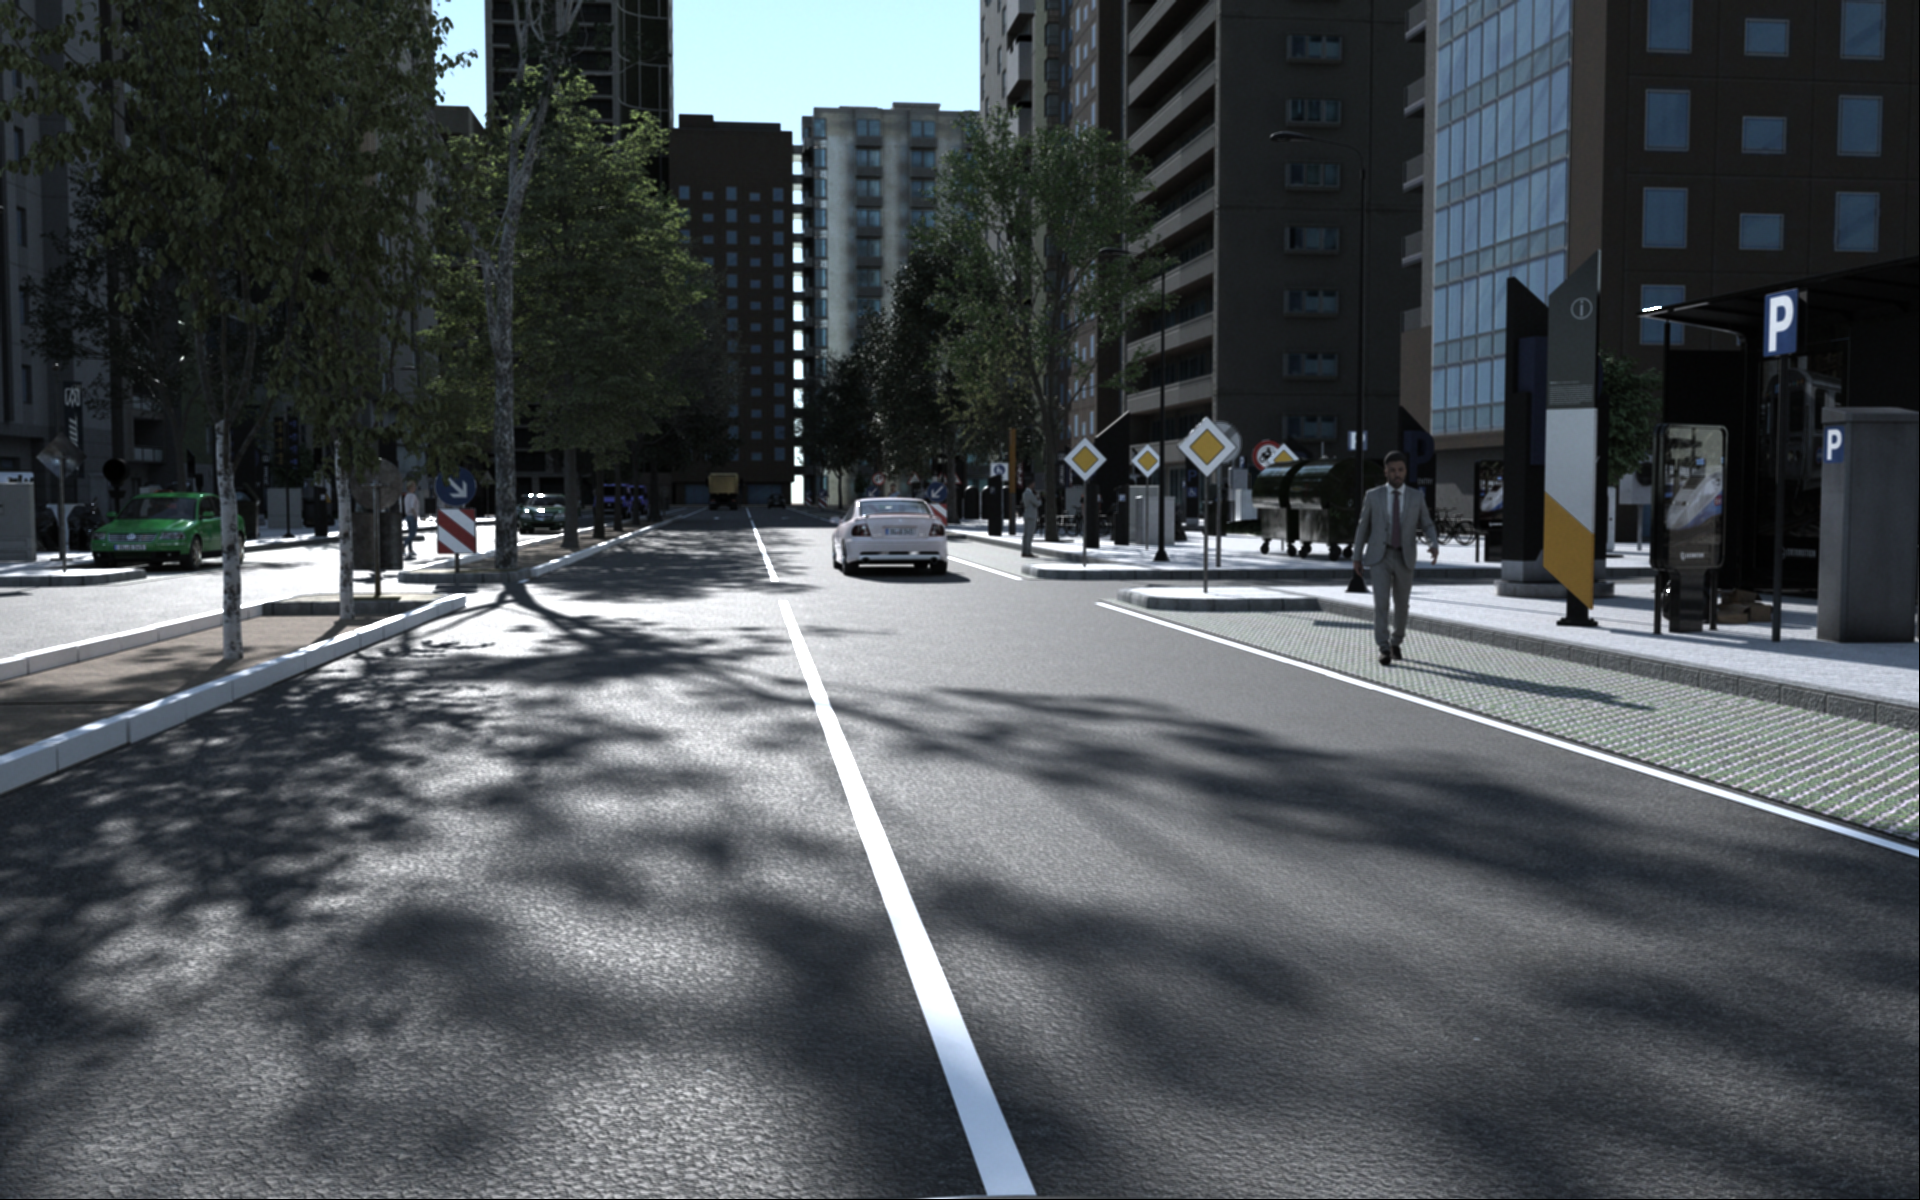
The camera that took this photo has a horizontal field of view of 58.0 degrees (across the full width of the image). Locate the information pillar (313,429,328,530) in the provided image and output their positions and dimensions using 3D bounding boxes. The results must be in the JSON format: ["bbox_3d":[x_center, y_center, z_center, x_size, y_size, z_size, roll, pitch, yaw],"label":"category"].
[{"bbox_3d":[-23.124,-4.346,62.409,0.183,3.616,0.504,0,4,6],"label":"information pillar"}]

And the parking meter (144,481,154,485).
[{"bbox_3d":[-37.474,-4.550,80.096,0.399,1.863,0.255,1,4,19],"label":"parking meter"}]

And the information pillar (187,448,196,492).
[{"bbox_3d":[-38.946,-5.897,87.767,0.504,3.616,0.183,2,4,28],"label":"information pillar"}]

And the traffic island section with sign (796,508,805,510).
[{"bbox_3d":[-14.097,-9.222,159.408,1.989,1.847,2.006,0,4,-7],"label":"traffic island section with sign"}]

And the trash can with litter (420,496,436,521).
[{"bbox_3d":[-24.692,-4.341,82.036,2.233,1.210,1.678,-1,4,-9],"label":"trash can with litter"}]

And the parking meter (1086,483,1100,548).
[{"bbox_3d":[3.130,-2.004,41.179,0.372,1.533,0.369,0,3,0],"label":"parking meter"}]

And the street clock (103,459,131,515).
[{"bbox_3d":[-17.371,-1.905,35.720,0.471,2.002,0.358,0,4,-2],"label":"street clock"}]

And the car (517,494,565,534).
[{"bbox_3d":[-15.237,-3.200,64.112,2.131,1.459,4.920,-1,4,-9],"label":"car"}]

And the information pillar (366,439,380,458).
[{"bbox_3d":[-20.892,-4.298,61.626,0.504,3.616,0.183,0,4,-2],"label":"information pillar"}]

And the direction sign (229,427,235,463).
[{"bbox_3d":[-24.611,-4.068,58.507,0.379,3.537,0.876,-3,4,-36],"label":"direction sign"}]

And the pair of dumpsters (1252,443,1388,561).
[{"bbox_3d":[7.290,-1.988,35.004,1.574,2.255,4.437,0,4,-7],"label":"pair of dumpsters"}]

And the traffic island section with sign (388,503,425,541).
[{"bbox_3d":[-17.420,-2.699,52.754,1.989,1.847,2.006,0,4,-7],"label":"traffic island section with sign"}]

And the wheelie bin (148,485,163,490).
[{"bbox_3d":[-28.624,-3.279,61.518,0.693,1.594,0.980,1,4,12],"label":"wheelie bin"}]

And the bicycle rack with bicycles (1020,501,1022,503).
[{"bbox_3d":[3.529,-3.002,62.467,2.852,0.926,2.925,1,4,9],"label":"bicycle rack with bicycles"}]

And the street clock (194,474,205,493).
[{"bbox_3d":[-27.024,-3.486,61.569,0.358,2.002,0.471,-2,4,-29],"label":"street clock"}]

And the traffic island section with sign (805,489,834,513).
[{"bbox_3d":[-10.575,-7.526,131.670,1.989,1.847,2.006,0,4,-7],"label":"traffic island section with sign"}]

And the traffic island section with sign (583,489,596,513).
[{"bbox_3d":[-27.090,-7.386,129.394,1.989,1.847,2.006,0,4,-7],"label":"traffic island section with sign"}]

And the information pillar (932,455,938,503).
[{"bbox_3d":[-1.190,-5.509,81.425,0.183,3.616,0.504,2,4,24],"label":"information pillar"}]

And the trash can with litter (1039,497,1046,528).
[{"bbox_3d":[3.171,-3.276,64.945,0.624,1.170,1.055,0,4,5],"label":"trash can with litter"}]

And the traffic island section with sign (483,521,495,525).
[{"bbox_3d":[-20.852,-4.357,79.869,1.989,1.847,2.006,0,4,-7],"label":"traffic island section with sign"}]

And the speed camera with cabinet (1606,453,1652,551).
[{"bbox_3d":[14.644,-2.726,38.909,2.038,3.252,0.660,-1,4,-11],"label":"speed camera with cabinet"}]

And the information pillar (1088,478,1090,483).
[{"bbox_3d":[6.094,-4.630,80.186,0.304,2.012,0.304,0,4,7],"label":"information pillar"}]

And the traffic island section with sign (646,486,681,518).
[{"bbox_3d":[-17.684,-5.821,103.310,2.006,1.907,1.989,0,4,-7],"label":"traffic island section with sign"}]

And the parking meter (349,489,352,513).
[{"bbox_3d":[-28.373,-4.392,80.220,0.372,1.533,0.369,0,3,0],"label":"parking meter"}]

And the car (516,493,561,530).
[{"bbox_3d":[-16.987,-3.649,69.448,2.009,1.686,4.222,-1,4,-8],"label":"car"}]

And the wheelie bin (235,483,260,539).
[{"bbox_3d":[-20.284,-2.526,49.201,0.693,1.594,0.980,-1,4,-13],"label":"wheelie bin"}]

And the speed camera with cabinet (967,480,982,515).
[{"bbox_3d":[0.789,-6.831,106.025,2.038,3.252,0.660,-1,4,-18],"label":"speed camera with cabinet"}]

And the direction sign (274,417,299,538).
[{"bbox_3d":[-19.794,-3.606,50.956,0.876,3.537,0.379,1,4,22],"label":"direction sign"}]

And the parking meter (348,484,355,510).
[{"bbox_3d":[-35.182,-5.777,100.168,0.255,1.863,0.399,1,4,10],"label":"parking meter"}]

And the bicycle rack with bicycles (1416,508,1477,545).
[{"bbox_3d":[12.256,-1.906,44.540,2.852,0.926,2.925,-2,4,-28],"label":"bicycle rack with bicycles"}]

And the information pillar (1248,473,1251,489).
[{"bbox_3d":[10.064,-3.472,61.263,0.304,2.012,0.304,-3,5,-42],"label":"information pillar"}]

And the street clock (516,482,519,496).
[{"bbox_3d":[-24.849,-5.631,96.642,0.471,2.002,0.358,-1,4,-13],"label":"street clock"}]

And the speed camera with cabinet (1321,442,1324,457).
[{"bbox_3d":[14.384,-4.405,66.365,2.038,3.252,0.660,-1,4,-19],"label":"speed camera with cabinet"}]

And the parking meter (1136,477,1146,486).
[{"bbox_3d":[6.171,-3.239,58.676,0.399,1.863,0.255,0,4,6],"label":"parking meter"}]

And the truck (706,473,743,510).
[{"bbox_3d":[-21.601,-9.941,158.454,3.469,3.379,9.791,0,4,-7],"label":"truck"}]

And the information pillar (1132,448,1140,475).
[{"bbox_3d":[8.928,-5.903,87.865,0.504,3.616,0.183,-2,4,-33],"label":"information pillar"}]

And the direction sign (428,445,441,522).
[{"bbox_3d":[-23.993,-5.350,79.469,0.379,3.537,0.876,3,5,43],"label":"direction sign"}]

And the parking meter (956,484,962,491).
[{"bbox_3d":[-0.135,-5.523,96.018,0.399,1.863,0.255,-2,4,-31],"label":"parking meter"}]

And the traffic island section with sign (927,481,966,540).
[{"bbox_3d":[-0.914,-2.843,55.108,1.989,1.847,2.006,0,4,-7],"label":"traffic island section with sign"}]

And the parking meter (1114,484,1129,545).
[{"bbox_3d":[4.069,-2.150,43.559,0.372,1.533,0.369,0,3,0],"label":"parking meter"}]

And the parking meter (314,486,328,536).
[{"bbox_3d":[-19.414,-2.703,52.609,0.372,1.533,0.369,0,3,0],"label":"parking meter"}]

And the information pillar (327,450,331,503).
[{"bbox_3d":[-33.755,-6.186,92.500,0.183,3.616,0.504,1,4,9],"label":"information pillar"}]

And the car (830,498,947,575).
[{"bbox_3d":[-1.341,-1.208,32.114,2.083,1.381,4.827,0,4,-8],"label":"car"}]

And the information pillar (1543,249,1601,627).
[{"bbox_3d":[5.953,-1.558,16.828,0.504,3.616,0.183,3,4,38],"label":"information pillar"}]

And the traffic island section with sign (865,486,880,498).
[{"bbox_3d":[-4.291,-4.479,81.852,1.989,1.847,2.006,0,4,-7],"label":"traffic island section with sign"}]

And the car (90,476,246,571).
[{"bbox_3d":[-15.228,-1.509,33.465,1.959,1.807,4.718,0,4,-7],"label":"car"}]

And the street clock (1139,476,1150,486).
[{"bbox_3d":[7.328,-3.952,69.189,0.358,2.002,0.471,-3,4,-37],"label":"street clock"}]

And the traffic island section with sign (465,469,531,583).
[{"bbox_3d":[-8.258,-1.262,28.762,2.006,1.907,1.989,0,4,-7],"label":"traffic island section with sign"}]

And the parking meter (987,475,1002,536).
[{"bbox_3d":[1.065,-2.902,53.161,0.399,1.863,0.255,3,5,41],"label":"parking meter"}]

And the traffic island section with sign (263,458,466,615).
[{"bbox_3d":[-7.340,-0.812,21.412,2.006,1.907,1.989,0,4,-7],"label":"traffic island section with sign"}]

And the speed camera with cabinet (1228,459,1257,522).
[{"bbox_3d":[9.770,-4.003,59.780,0.660,3.252,2.038,0,4,-4],"label":"speed camera with cabinet"}]

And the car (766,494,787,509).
[{"bbox_3d":[-17.994,-9.792,169.882,2.009,1.686,4.222,0,4,-7],"label":"car"}]

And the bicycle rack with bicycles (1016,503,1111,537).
[{"bbox_3d":[3.693,-2.411,52.802,2.852,0.926,2.925,-2,4,-33],"label":"bicycle rack with bicycles"}]
